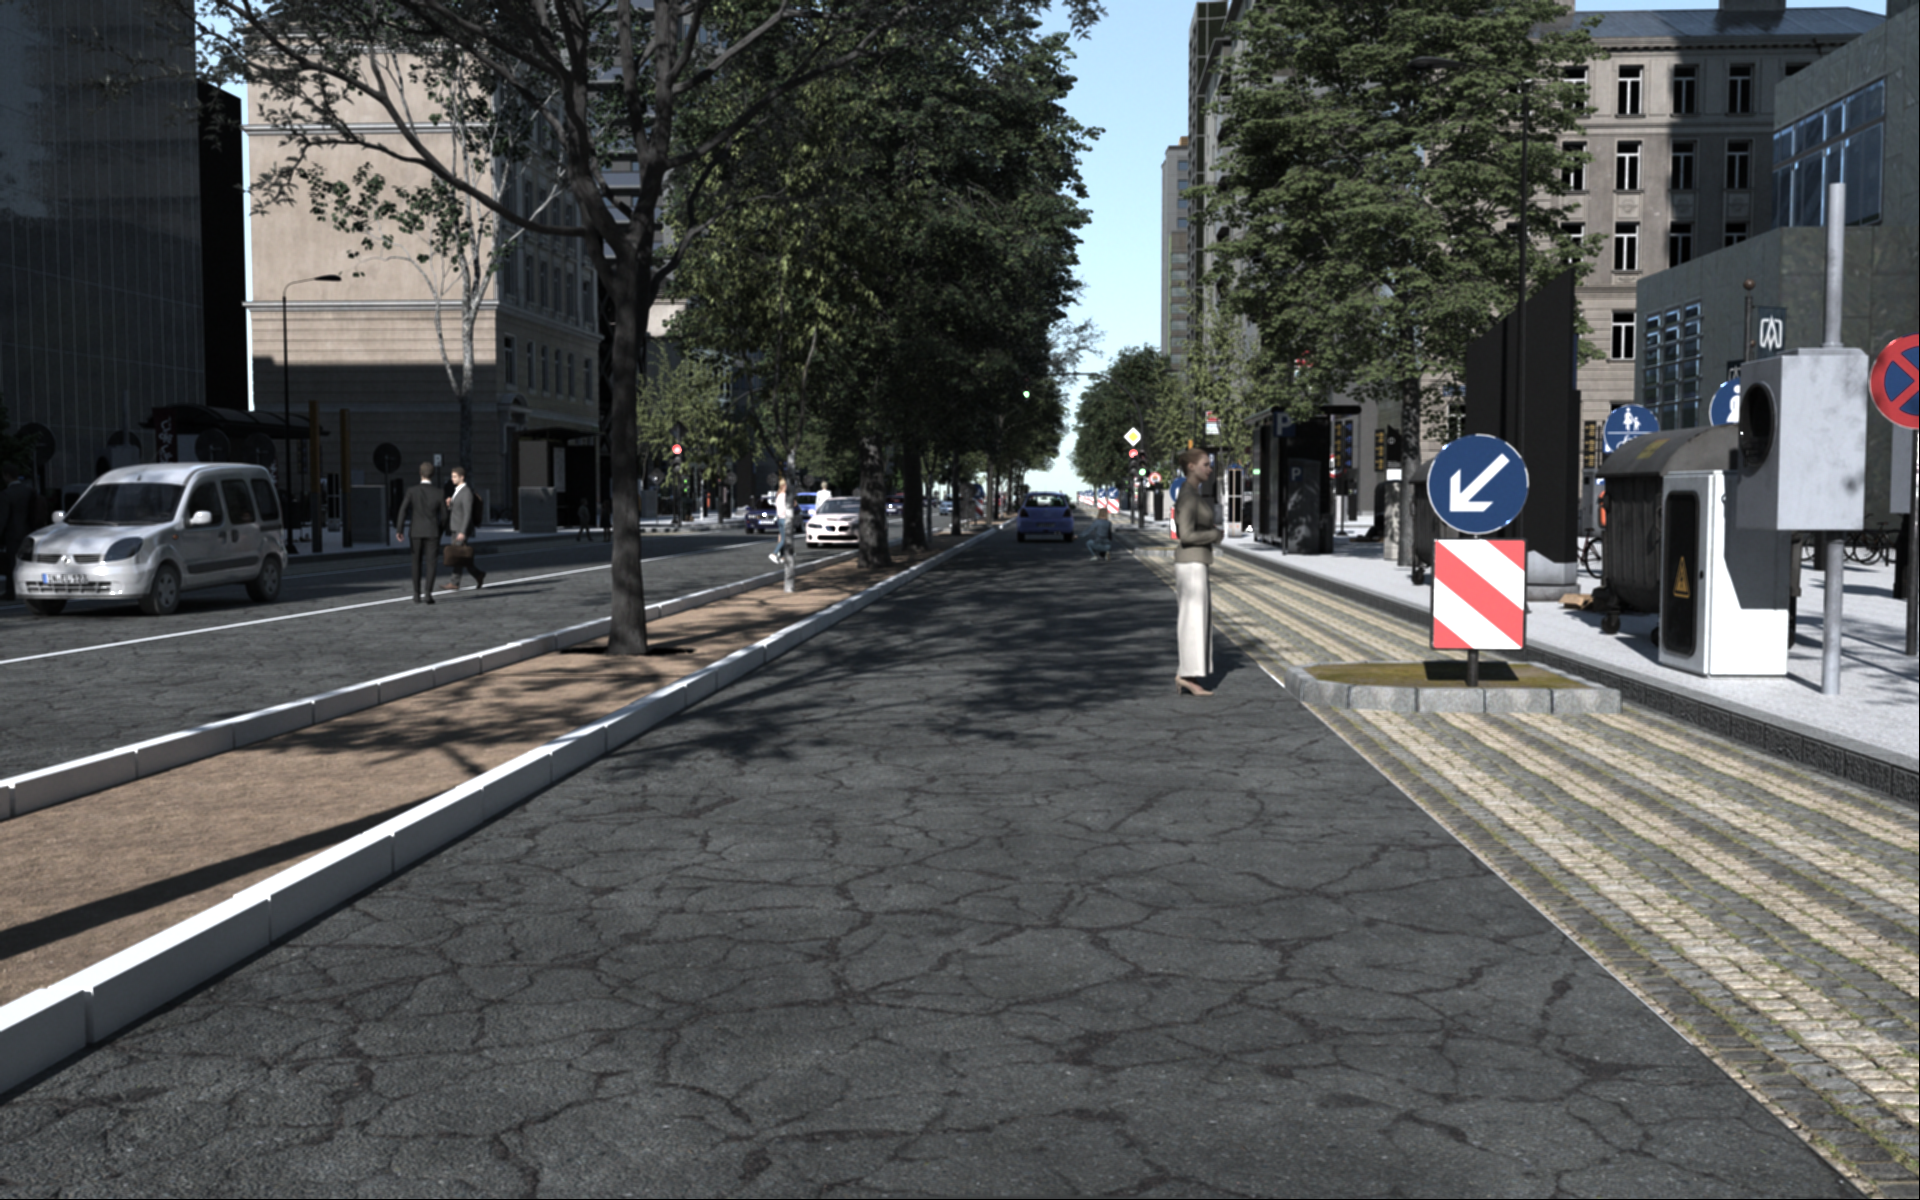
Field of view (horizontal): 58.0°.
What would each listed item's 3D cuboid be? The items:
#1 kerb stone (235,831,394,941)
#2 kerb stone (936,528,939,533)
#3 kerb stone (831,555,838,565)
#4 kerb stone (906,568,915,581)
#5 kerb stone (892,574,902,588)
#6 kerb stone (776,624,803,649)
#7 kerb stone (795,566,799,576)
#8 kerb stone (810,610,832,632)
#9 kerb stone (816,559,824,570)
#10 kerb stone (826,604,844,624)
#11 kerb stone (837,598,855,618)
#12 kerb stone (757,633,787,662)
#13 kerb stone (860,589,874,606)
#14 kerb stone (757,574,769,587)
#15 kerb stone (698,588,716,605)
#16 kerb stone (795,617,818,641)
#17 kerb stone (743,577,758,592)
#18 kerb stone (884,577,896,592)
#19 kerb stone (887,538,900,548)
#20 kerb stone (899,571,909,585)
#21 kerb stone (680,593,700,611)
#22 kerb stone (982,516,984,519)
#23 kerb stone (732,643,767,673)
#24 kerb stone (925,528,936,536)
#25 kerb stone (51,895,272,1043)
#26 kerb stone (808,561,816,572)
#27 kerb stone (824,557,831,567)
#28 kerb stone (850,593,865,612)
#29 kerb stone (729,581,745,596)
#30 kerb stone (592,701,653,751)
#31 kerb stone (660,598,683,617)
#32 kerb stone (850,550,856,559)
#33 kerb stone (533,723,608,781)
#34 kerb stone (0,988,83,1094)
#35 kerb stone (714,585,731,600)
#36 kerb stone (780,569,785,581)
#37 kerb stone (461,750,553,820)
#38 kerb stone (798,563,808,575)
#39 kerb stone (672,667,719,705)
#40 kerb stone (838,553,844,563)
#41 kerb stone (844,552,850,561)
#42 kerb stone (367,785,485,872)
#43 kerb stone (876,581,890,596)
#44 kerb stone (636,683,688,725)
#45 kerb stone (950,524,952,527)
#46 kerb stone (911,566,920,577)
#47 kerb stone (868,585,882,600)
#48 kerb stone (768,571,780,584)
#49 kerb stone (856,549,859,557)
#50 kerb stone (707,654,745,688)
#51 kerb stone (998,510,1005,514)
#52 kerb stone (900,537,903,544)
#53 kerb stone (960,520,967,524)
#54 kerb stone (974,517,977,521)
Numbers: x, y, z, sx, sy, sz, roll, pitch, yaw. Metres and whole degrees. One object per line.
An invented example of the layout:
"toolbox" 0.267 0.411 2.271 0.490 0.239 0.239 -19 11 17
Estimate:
"kerb stone" -2.234 0.988 6.040 0.120 0.150 1.000 0 4 3
"kerb stone" -0.858 -2.587 64.492 0.120 0.150 1.000 0 4 3
"kerb stone" -2.631 -0.770 34.791 0.120 0.150 1.000 0 4 3
"kerb stone" -0.892 -0.389 28.550 0.120 0.150 1.000 0 4 3
"kerb stone" -1.027 -0.262 26.501 0.120 0.150 1.000 0 4 3
"kerb stone" -1.633 0.363 16.257 0.120 0.150 1.000 0 4 3
"kerb stone" -2.932 -0.455 29.669 0.120 0.150 1.000 0 4 3
"kerb stone" -1.505 0.238 18.300 0.120 0.150 1.000 0 4 3
"kerb stone" -2.745 -0.641 32.730 0.120 0.150 1.000 0 4 3
"kerb stone" -1.444 0.183 19.320 0.120 0.150 1.000 0 4 3
"kerb stone" -1.382 0.113 20.351 0.120 0.150 1.000 0 4 3
"kerb stone" -1.681 0.428 15.236 0.120 0.150 1.000 0 4 3
"kerb stone" -1.261 -0.010 22.410 0.120 0.150 1.000 0 4 3
"kerb stone" -3.117 -0.269 26.588 0.120 0.150 1.000 0 4 3
"kerb stone" -3.361 -0.018 22.495 0.120 0.150 1.000 0 4 3
"kerb stone" -1.570 0.302 17.279 0.120 0.150 1.000 0 4 3
"kerb stone" -3.170 -0.204 25.560 0.120 0.150 1.000 0 4 3
"kerb stone" -1.081 -0.201 25.477 0.120 0.150 1.000 0 4 3
"kerb stone" -1.845 -1.584 48.087 0.120 0.150 1.000 0 4 3
"kerb stone" -0.961 -0.325 27.521 0.120 0.150 1.000 0 4 3
"kerb stone" -3.417 0.044 21.470 0.120 0.150 1.000 0 4 3
"kerb stone" 1.132 -4.624 97.797 0.120 0.150 1.000 0 4 3
"kerb stone" -1.755 0.488 14.216 0.120 0.150 1.000 0 4 3
"kerb stone" -1.042 -2.394 61.414 0.120 0.150 1.000 0 4 3
"kerb stone" -2.289 1.054 5.016 0.120 0.150 1.000 0 4 3
"kerb stone" -2.813 -0.582 31.710 0.120 0.150 1.000 0 4 3
"kerb stone" -2.687 -0.707 33.761 0.120 0.150 1.000 0 4 3
"kerb stone" -1.318 0.051 21.384 0.120 0.150 1.000 0 4 3
"kerb stone" -3.235 -0.140 24.539 0.120 0.150 1.000 0 4 3
"kerb stone" -1.991 0.743 10.130 0.120 0.150 1.000 0 4 3
"kerb stone" -3.475 0.107 20.446 0.120 0.150 1.000 0 4 3
"kerb stone" -2.454 -0.954 37.855 0.120 0.150 1.000 0 4 3
"kerb stone" -2.058 0.800 9.110 0.120 0.150 1.000 0 4 3
"kerb stone" -2.358 1.113 3.996 0.120 0.150 1.000 0 4 3
"kerb stone" -3.299 -0.081 23.515 0.120 0.150 1.000 0 4 3
"kerb stone" -2.993 -0.394 28.636 0.120 0.150 1.000 0 4 3
"kerb stone" -2.118 0.863 8.086 0.120 0.150 1.000 0 4 3
"kerb stone" -2.867 -0.519 30.689 0.120 0.150 1.000 0 4 3
"kerb stone" -1.874 0.613 12.172 0.120 0.150 1.000 0 4 3
"kerb stone" -2.568 -0.833 35.814 0.120 0.150 1.000 0 4 3
"kerb stone" -2.504 -0.895 36.834 0.120 0.150 1.000 0 4 3
"kerb stone" -2.172 0.926 7.060 0.120 0.150 1.000 0 4 3
"kerb stone" -1.136 -0.137 24.456 0.120 0.150 1.000 0 4 3
"kerb stone" -1.938 0.680 11.152 0.120 0.150 1.000 0 4 3
"kerb stone" -0.219 -3.247 75.301 0.120 0.150 1.000 0 4 3
"kerb stone" -0.835 -0.446 29.571 0.120 0.150 1.000 0 4 3
"kerb stone" -1.205 -0.073 23.431 0.120 0.150 1.000 0 4 3
"kerb stone" -3.057 -0.331 27.615 0.120 0.150 1.000 0 4 3
"kerb stone" -2.386 -1.021 38.883 0.120 0.150 1.000 0 4 3
"kerb stone" -1.808 0.552 13.195 0.120 0.150 1.000 0 4 3
"kerb stone" 3.196 -6.750 132.563 0.120 0.150 1.000 0 4 3
"kerb stone" -1.778 -1.646 49.107 0.120 0.150 1.000 0 4 3
"kerb stone" 0.209 -3.678 82.461 0.120 0.150 1.000 0 4 3
"kerb stone" 0.694 -4.186 90.636 0.120 0.150 1.000 0 4 3
